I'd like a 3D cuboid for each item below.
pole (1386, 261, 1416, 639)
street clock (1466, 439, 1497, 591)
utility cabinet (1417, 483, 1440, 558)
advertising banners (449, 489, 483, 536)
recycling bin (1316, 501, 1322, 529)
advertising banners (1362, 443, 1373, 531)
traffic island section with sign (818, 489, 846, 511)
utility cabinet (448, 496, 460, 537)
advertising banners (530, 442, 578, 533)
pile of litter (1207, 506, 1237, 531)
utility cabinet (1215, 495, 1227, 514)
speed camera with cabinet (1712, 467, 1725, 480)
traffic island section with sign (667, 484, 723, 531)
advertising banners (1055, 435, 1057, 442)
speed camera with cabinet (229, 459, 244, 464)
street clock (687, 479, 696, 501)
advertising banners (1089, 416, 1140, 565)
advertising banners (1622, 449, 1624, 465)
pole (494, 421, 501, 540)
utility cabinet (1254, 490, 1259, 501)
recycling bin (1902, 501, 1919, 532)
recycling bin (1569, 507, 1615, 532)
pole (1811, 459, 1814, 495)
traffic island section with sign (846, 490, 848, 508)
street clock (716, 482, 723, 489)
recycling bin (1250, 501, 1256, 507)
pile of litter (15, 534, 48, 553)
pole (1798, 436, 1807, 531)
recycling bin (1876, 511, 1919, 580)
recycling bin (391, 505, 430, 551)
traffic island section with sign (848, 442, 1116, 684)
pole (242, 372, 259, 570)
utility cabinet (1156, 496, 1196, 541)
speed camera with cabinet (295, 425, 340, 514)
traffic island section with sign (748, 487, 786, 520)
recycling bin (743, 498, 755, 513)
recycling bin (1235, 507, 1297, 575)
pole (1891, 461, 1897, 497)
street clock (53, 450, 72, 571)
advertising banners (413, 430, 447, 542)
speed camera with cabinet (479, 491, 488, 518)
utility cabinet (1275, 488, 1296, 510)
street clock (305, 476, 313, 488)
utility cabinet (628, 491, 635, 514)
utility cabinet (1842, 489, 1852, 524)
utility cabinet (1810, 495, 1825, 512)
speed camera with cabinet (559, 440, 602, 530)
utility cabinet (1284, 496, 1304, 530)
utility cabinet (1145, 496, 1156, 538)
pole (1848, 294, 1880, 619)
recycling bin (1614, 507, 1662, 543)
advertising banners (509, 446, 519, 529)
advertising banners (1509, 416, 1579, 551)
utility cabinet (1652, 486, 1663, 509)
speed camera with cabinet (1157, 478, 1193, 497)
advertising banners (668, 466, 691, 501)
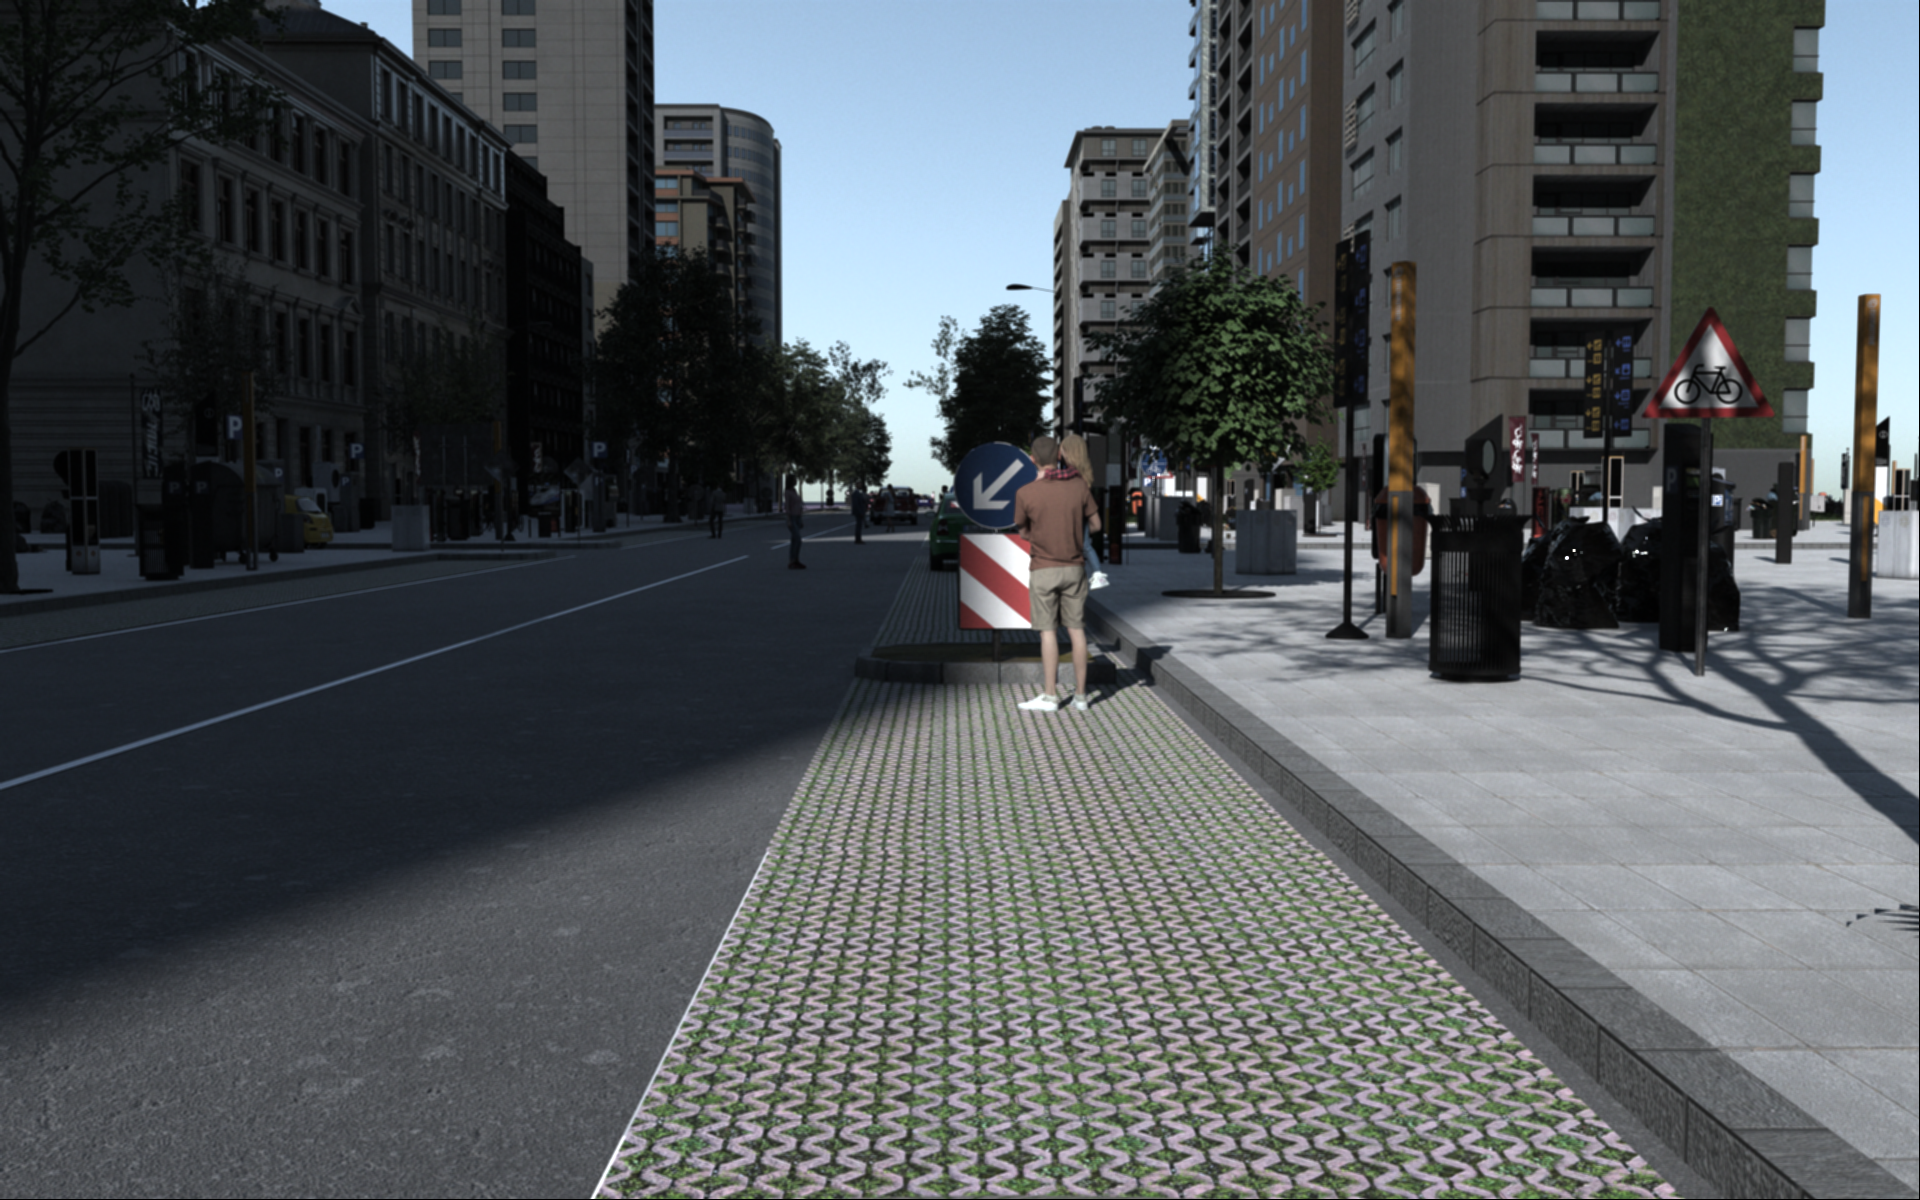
[{"bbox_3d":[3.904,-1.314,15.321,0.158,3.312,0.155,0,3,0],"label":"pole"},{"bbox_3d":[6.860,-1.117,22.836,0.358,2.002,0.471,3,5,41],"label":"street clock"},{"bbox_3d":[9.221,-1.593,34.727,0.318,1.500,1.173,-1,4,-11],"label":"utility cabinet"},{"bbox_3d":[-15.383,-3.489,53.238,2.074,3.025,0.090,3,4,37],"label":"advertising banners"},{"bbox_3d":[13.101,-3.187,64.659,0.722,1.027,0.722,1,4,23],"label":"recycling bin"},{"bbox_3d":[14.323,-3.950,60.762,0.090,3.025,2.074,2,4,26],"label":"advertising banners"},{"bbox_3d":[-10.946,-8.439,146.599,1.989,1.847,2.006,0,4,0],"label":"traffic island section with sign"},{"bbox_3d":[-15.095,-2.480,51.717,0.306,1.237,1.020,-1,4,-14],"label":"utility cabinet"},{"bbox_3d":[-13.580,-3.773,57.874,2.074,3.025,0.090,2,4,31],"label":"advertising banners"},{"bbox_3d":[9.355,-2.891,61.236,1.719,0.858,1.176,-3,4,-36],"label":"pile of litter"},{"bbox_3d":[14.149,-4.966,92.358,1.020,1.237,0.306,2,4,29],"label":"utility cabinet"},{"bbox_3d":[47.127,-6.922,107.506,2.038,3.252,0.660,-1,4,-18],"label":"speed camera with cabinet"},{"bbox_3d":[-10.411,-3.645,68.227,1.989,1.847,2.006,0,4,0],"label":"traffic island section with sign"},{"bbox_3d":[2.724,-3.334,50.691,0.090,3.025,2.074,1,4,10],"label":"advertising banners"},{"bbox_3d":[-19.327,-3.183,46.386,0.660,3.252,2.038,-2,4,-30],"label":"speed camera with cabinet"},{"bbox_3d":[-13.268,-4.958,85.625,0.358,2.002,0.471,1,4,16],"label":"street clock"},{"bbox_3d":[2.834,-2.168,31.643,0.090,3.025,2.074,-1,4,-21],"label":"advertising banners"},{"bbox_3d":[23.074,-3.926,60.377,0.090,3.025,2.074,1,4,22],"label":"advertising banners"},{"bbox_3d":[-12.926,-3.342,48.485,0.158,3.312,0.155,0,3,0],"label":"pole"},{"bbox_3d":[14.303,-4.655,84.793,0.318,1.500,1.173,0,4,-6],"label":"utility cabinet"},{"bbox_3d":[35.255,-3.121,63.576,0.722,1.027,0.722,0,4,-2],"label":"recycling bin"},{"bbox_3d":[12.089,-1.251,33.007,0.722,1.027,0.722,0,4,-4],"label":"recycling bin"},{"bbox_3d":[49.440,-6.529,100.595,0.158,3.312,0.155,0,3,0],"label":"pole"},{"bbox_3d":[-11.137,-10.087,173.553,1.989,1.847,2.006,0,4,0],"label":"traffic island section with sign"},{"bbox_3d":[-13.370,-5.606,96.230,0.471,2.002,0.358,-1,4,-13],"label":"street clock"},{"bbox_3d":[11.106,-3.127,63.679,0.722,1.027,0.722,2,4,26],"label":"recycling bin"},{"bbox_3d":[-20.938,-1.462,37.875,1.719,0.858,1.176,0,4,8],"label":"pile of litter"},{"bbox_3d":[29.428,-4.076,60.485,0.158,3.312,0.155,0,3,0],"label":"pole"},{"bbox_3d":[14.453,-0.838,26.249,0.722,1.027,0.722,-1,4,-15],"label":"recycling bin"},{"bbox_3d":[-12.382,-1.621,39.051,0.722,1.027,0.722,0,4,-7],"label":"recycling bin"},{"bbox_3d":[0.172,-0.323,13.915,1.989,1.847,2.006,0,4,0],"label":"traffic island section with sign"},{"bbox_3d":[-11.908,-2.153,29.047,0.158,3.312,0.155,0,3,0],"label":"pole"},{"bbox_3d":[5.983,-2.229,47.601,1.020,1.237,0.306,3,5,39],"label":"utility cabinet"},{"bbox_3d":[-18.181,-3.344,49.017,0.660,3.252,2.038,0,4,0],"label":"speed camera with cabinet"},{"bbox_3d":[-10.595,-5.294,95.182,1.989,1.847,2.006,0,4,0],"label":"traffic island section with sign"},{"bbox_3d":[-14.000,-6.273,115.117,0.722,1.027,0.722,0,4,-1],"label":"recycling bin"},{"bbox_3d":[4.910,-0.931,27.777,0.722,1.027,0.722,-3,5,-40],"label":"recycling bin"},{"bbox_3d":[57.552,-6.906,106.748,0.158,3.312,0.155,0,3,0],"label":"pole"},{"bbox_3d":[-14.807,-1.488,28.895,0.471,2.002,0.358,0,4,-2],"label":"street clock"},{"bbox_3d":[-14.309,-3.088,46.678,0.090,3.025,2.074,-3,4,-38],"label":"advertising banners"},{"bbox_3d":[-24.515,-5.888,90.612,0.660,3.252,2.038,2,4,32],"label":"speed camera with cabinet"},{"bbox_3d":[12.955,-3.691,69.028,0.318,1.500,1.173,3,4,38],"label":"utility cabinet"},{"bbox_3d":[-25.375,-3.862,67.720,0.358,2.002,0.471,0,4,5],"label":"street clock"},{"bbox_3d":[-20.866,-6.316,111.953,1.173,1.500,0.318,0,4,7],"label":"utility cabinet"},{"bbox_3d":[37.955,-3.942,73.128,1.173,1.500,0.318,1,4,14],"label":"utility cabinet"},{"bbox_3d":[46.963,-5.138,95.170,1.020,1.237,0.306,0,4,-2],"label":"utility cabinet"},{"bbox_3d":[-13.662,-4.149,62.168,0.660,3.252,2.038,2,4,25],"label":"speed camera with cabinet"},{"bbox_3d":[11.928,-3.093,61.733,0.306,1.237,1.020,3,5,44],"label":"utility cabinet"},{"bbox_3d":[5.947,-2.442,51.082,1.020,1.237,0.306,3,5,42],"label":"utility cabinet"},{"bbox_3d":[9.302,-1.466,17.817,0.158,3.312,0.155,0,3,0],"label":"pole"},{"bbox_3d":[11.945,-1.076,30.146,0.722,1.027,0.722,0,4,-5],"label":"recycling bin"},{"bbox_3d":[-16.421,-4.126,63.650,0.090,3.025,2.074,0,4,-5],"label":"advertising banners"},{"bbox_3d":[12.873,-2.576,38.308,0.090,3.025,2.074,-2,4,-27],"label":"advertising banners"},{"bbox_3d":[20.276,-2.475,49.137,1.173,1.500,0.318,1,4,23],"label":"utility cabinet"},{"bbox_3d":[10.748,-5.696,87.464,2.038,3.252,0.660,0,4,5],"label":"speed camera with cabinet"},{"bbox_3d":[-16.258,-6.449,101.623,2.074,3.025,0.090,-3,5,-42],"label":"advertising banners"}]
